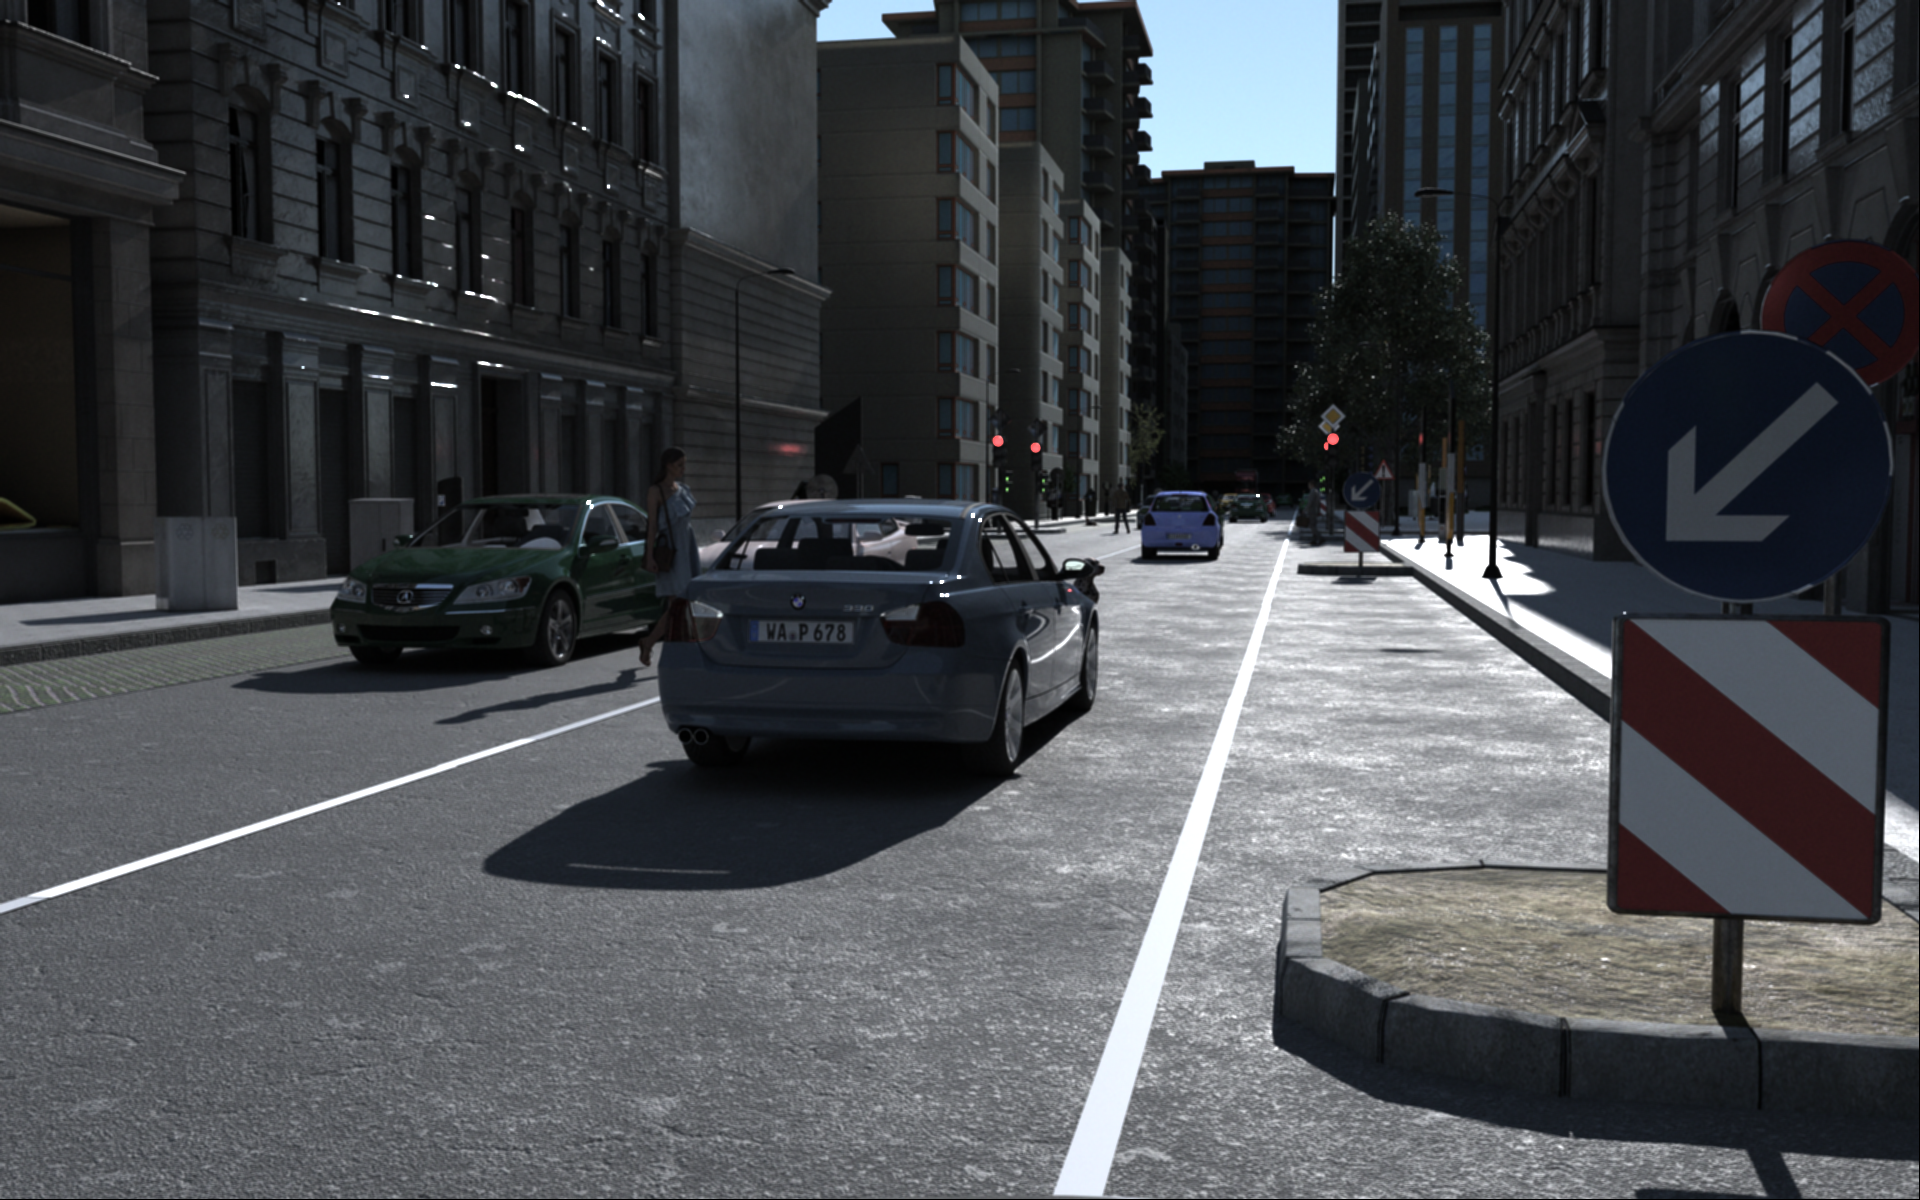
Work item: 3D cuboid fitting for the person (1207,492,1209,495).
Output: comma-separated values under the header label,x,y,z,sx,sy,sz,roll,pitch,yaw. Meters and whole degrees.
label,x,y,z,sx,sy,sz,roll,pitch,yaw
person,31.194,-12.795,218.426,0.721,1.735,1.217,-1,4,-23

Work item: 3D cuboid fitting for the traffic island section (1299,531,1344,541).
label,x,y,z,sx,sy,sz,roll,pitch,yaw
traffic island section,11.596,-1.937,53.949,2.009,0.180,2.903,1,4,11

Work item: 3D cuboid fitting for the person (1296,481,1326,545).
label,x,y,z,sx,sy,sz,roll,pitch,yaw
person,9.947,-2.463,48.896,0.853,1.813,0.709,2,4,24

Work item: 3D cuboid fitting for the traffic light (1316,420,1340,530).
label,x,y,z,sx,sy,sz,roll,pitch,yaw
traffic light,13.106,-4.450,61.677,0.839,4.253,0.868,1,4,11

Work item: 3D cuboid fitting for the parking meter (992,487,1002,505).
label,x,y,z,sx,sy,sz,roll,pitch,yaw
parking meter,1.417,-3.558,66.584,0.372,1.533,0.369,0,3,0

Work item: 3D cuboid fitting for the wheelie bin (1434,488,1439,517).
label,x,y,z,sx,sy,sz,roll,pitch,yaw
wheelie bin,26.510,-5.335,95.143,0.980,1.594,0.693,-1,4,-17

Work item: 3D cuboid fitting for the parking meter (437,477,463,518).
label,x,y,z,sx,sy,sz,roll,pitch,yaw
parking meter,-7.585,-1.064,25.807,0.372,1.533,0.369,0,3,0

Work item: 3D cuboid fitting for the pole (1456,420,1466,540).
label,x,y,z,sx,sy,sz,roll,pitch,yaw
pole,13.876,-3.311,47.974,0.158,3.312,0.155,0,3,0

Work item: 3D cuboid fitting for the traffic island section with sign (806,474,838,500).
label,x,y,z,sx,sy,sz,roll,pitch,yaw
traffic island section with sign,-2.794,-1.537,33.763,1.989,1.847,2.006,1,4,11

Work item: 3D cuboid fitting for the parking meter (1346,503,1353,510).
label,x,y,z,sx,sy,sz,roll,pitch,yaw
parking meter,25.766,-6.658,114.567,0.399,1.863,0.255,2,4,31

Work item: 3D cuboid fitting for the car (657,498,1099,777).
label,x,y,z,sx,sy,sz,roll,pitch,yaw
car,-0.284,0.110,10.208,2.014,1.417,4.499,1,4,13

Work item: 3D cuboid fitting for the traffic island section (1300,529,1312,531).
label,x,y,z,sx,sy,sz,roll,pitch,yaw
traffic island section,13.143,-2.416,61.783,2.009,0.180,2.903,1,4,11

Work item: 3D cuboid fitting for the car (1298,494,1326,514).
label,x,y,z,sx,sy,sz,roll,pitch,yaw
car,25.300,-7.073,124.447,1.959,1.807,4.718,1,4,11

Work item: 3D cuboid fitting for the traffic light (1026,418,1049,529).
label,x,y,z,sx,sy,sz,roll,pitch,yaw
traffic light,2.839,-4.572,63.681,0.839,4.253,0.868,1,4,11

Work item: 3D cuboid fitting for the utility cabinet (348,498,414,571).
label,x,y,z,sx,sy,sz,roll,pitch,yaw
utility cabinet,-8.330,-0.842,24.936,1.020,1.237,0.306,2,4,29

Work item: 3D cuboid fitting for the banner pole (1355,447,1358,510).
label,x,y,z,sx,sy,sz,roll,pitch,yaw
banner pole,19.332,-5.773,84.412,0.401,3.779,0.863,1,4,16

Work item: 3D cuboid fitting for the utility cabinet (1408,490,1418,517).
label,x,y,z,sx,sy,sz,roll,pitch,yaw
utility cabinet,25.316,-5.354,96.218,0.318,1.500,1.173,3,5,40

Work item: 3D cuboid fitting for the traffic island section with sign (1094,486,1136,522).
label,x,y,z,sx,sy,sz,roll,pitch,yaw
traffic island section with sign,7.924,-4.855,88.015,1.989,1.847,2.006,1,4,11

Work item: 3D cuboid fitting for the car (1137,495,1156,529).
label,x,y,z,sx,sy,sz,roll,pitch,yaw
car,8.414,-3.675,72.090,2.014,1.417,4.499,1,4,12

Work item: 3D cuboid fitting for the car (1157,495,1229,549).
label,x,y,z,sx,sy,sz,roll,pitch,yaw
car,6.181,-2.137,46.743,2.131,1.459,4.920,1,4,10

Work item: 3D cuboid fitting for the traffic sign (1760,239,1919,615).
label,x,y,z,sx,sy,sz,roll,pitch,yaw
traffic sign,4.435,-0.530,8.766,0.768,2.556,0.104,1,4,17

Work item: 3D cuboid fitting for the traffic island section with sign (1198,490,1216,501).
label,x,y,z,sx,sy,sz,roll,pitch,yaw
traffic island section with sign,22.860,-9.479,163.610,1.989,1.847,2.006,1,4,11

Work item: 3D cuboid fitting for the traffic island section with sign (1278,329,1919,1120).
label,x,y,z,sx,sy,sz,roll,pitch,yaw
traffic island section with sign,1.941,0.223,4.976,1.989,1.847,2.006,1,4,11

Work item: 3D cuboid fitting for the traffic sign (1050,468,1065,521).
label,x,y,z,sx,sy,sz,roll,pitch,yaw
traffic sign,4.670,-5.086,83.263,0.768,2.556,0.104,1,4,18

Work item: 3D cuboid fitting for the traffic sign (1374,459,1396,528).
label,x,y,z,sx,sy,sz,roll,pitch,yaw
traffic sign,15.795,-3.953,64.629,0.884,2.594,0.081,1,4,17

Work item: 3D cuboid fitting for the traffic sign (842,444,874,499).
label,x,y,z,sx,sy,sz,roll,pitch,yaw
traffic sign,-2.665,-2.767,45.245,0.884,2.594,0.081,1,4,17

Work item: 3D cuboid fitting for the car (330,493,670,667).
label,x,y,z,sx,sy,sz,roll,pitch,yaw
car,-3.927,-0.257,15.994,2.131,1.459,4.920,1,4,11

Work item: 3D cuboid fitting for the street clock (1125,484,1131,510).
label,x,y,z,sx,sy,sz,roll,pitch,yaw
street clock,12.064,-7.328,124.377,0.471,2.002,0.358,0,4,-1

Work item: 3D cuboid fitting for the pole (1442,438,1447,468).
label,x,y,z,sx,sy,sz,roll,pitch,yaw
pole,17.479,-4.204,62.577,0.158,3.312,0.155,0,3,0

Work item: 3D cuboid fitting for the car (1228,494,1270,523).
label,x,y,z,sx,sy,sz,roll,pitch,yaw
car,14.791,-4.704,88.707,2.131,1.459,4.920,1,4,12

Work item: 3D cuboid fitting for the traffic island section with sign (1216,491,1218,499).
label,x,y,z,sx,sy,sz,roll,pitch,yaw
traffic island section with sign,28.068,-11.097,190.059,1.989,1.847,2.006,1,4,11

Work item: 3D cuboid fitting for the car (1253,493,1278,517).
label,x,y,z,sx,sy,sz,roll,pitch,yaw
car,18.861,-6.098,108.746,2.155,1.783,4.494,1,4,13

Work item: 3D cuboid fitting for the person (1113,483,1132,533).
label,x,y,z,sx,sy,sz,roll,pitch,yaw
person,5.917,-3.345,63.102,0.656,1.842,0.836,-2,4,-35

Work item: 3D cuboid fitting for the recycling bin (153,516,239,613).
label,x,y,z,sx,sy,sz,roll,pitch,yaw
recycling bin,-8.470,-0.406,19.199,0.722,1.027,0.722,-3,4,-36

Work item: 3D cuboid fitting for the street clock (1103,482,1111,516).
label,x,y,z,sx,sy,sz,roll,pitch,yaw
street clock,8.678,-5.981,102.362,0.471,2.002,0.358,-2,4,-24

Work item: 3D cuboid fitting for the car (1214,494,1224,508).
label,x,y,z,sx,sy,sz,roll,pitch,yaw
car,24.470,-9.019,159.256,2.131,1.459,4.920,1,4,12

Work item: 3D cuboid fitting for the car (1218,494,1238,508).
label,x,y,z,sx,sy,sz,roll,pitch,yaw
car,21.965,-7.965,140.447,2.015,1.641,3.980,1,4,12

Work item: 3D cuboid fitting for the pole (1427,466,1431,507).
label,x,y,z,sx,sy,sz,roll,pitch,yaw
pole,32.241,-7.663,119.140,0.158,3.312,0.155,0,3,0

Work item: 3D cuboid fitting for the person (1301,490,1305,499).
label,x,y,z,sx,sy,sz,roll,pitch,yaw
person,29.954,-8.691,151.143,0.434,1.755,0.990,2,4,27

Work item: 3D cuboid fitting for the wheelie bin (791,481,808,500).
label,x,y,z,sx,sy,sz,roll,pitch,yaw
wheelie bin,-3.584,-2.039,41.247,0.693,1.594,0.980,2,4,28

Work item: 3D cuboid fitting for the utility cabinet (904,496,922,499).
label,x,y,z,sx,sy,sz,roll,pitch,yaw
utility cabinet,-1.417,-2.540,52.690,0.306,1.237,1.020,1,4,13

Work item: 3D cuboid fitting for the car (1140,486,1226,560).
label,x,y,z,sx,sy,sz,roll,pitch,yaw
car,5.031,-1.812,39.220,1.945,1.707,3.694,1,4,9

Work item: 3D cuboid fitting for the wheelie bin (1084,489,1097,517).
label,x,y,z,sx,sy,sz,roll,pitch,yaw
wheelie bin,7.460,-5.555,98.739,0.693,1.594,0.980,-1,4,-11

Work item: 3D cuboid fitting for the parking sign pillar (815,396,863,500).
label,x,y,z,sx,sy,sz,roll,pitch,yaw
parking sign pillar,-3.346,-3.627,47.767,1.447,3.967,1.447,0,4,0

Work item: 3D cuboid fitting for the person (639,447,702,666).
label,x,y,z,sx,sy,sz,roll,pitch,yaw
person,-2.371,-0.332,14.018,0.778,1.811,0.616,2,4,35

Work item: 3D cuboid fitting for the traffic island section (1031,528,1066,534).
label,x,y,z,sx,sy,sz,roll,pitch,yaw
traffic island section,2.802,-2.541,63.823,2.009,0.180,2.903,1,4,11

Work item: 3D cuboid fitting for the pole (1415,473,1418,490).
label,x,y,z,sx,sy,sz,roll,pitch,yaw
pole,30.781,-7.517,116.742,0.158,3.312,0.155,0,3,0

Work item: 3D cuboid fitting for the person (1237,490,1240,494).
label,x,y,z,sx,sy,sz,roll,pitch,yaw
person,28.192,-10.182,175.115,0.705,1.807,1.348,0,4,1

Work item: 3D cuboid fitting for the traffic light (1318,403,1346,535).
label,x,y,z,sx,sy,sz,roll,pitch,yaw
traffic light,11.559,-3.971,53.843,0.839,4.253,0.868,1,4,11

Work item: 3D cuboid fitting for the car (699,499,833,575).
label,x,y,z,sx,sy,sz,roll,pitch,yaw
car,-1.779,-0.503,20.587,2.083,1.381,4.827,1,4,13

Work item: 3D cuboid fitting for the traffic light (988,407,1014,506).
label,x,y,z,sx,sy,sz,roll,pitch,yaw
traffic light,1.292,-4.093,55.846,0.839,4.253,0.868,1,4,11

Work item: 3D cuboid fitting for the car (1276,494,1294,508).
label,x,y,z,sx,sy,sz,roll,pitch,yaw
car,34.702,-10.778,185.020,1.959,1.807,4.718,1,4,12

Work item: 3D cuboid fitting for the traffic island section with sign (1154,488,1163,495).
label,x,y,z,sx,sy,sz,roll,pitch,yaw
traffic island section with sign,13.176,-6.483,114.632,1.989,1.847,2.006,1,4,11
